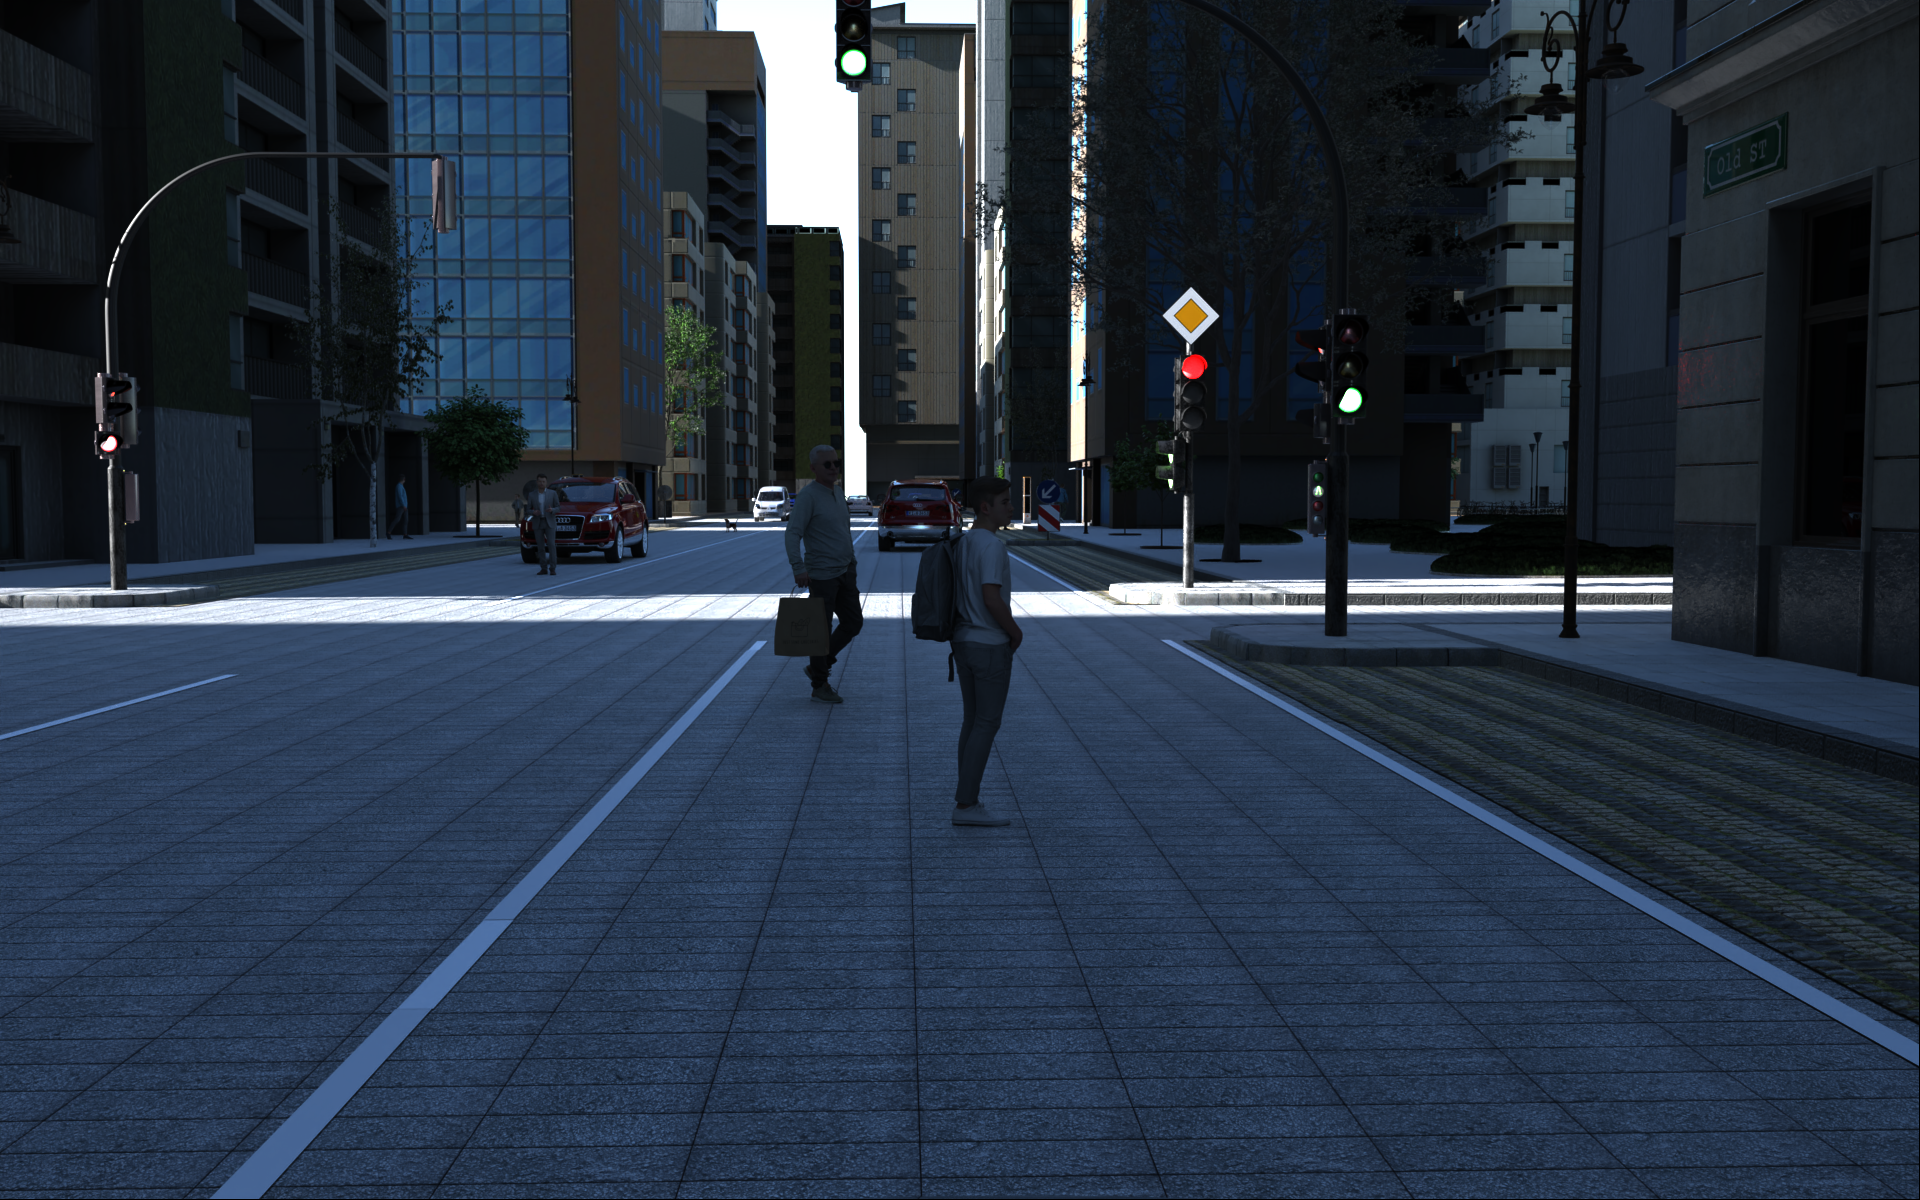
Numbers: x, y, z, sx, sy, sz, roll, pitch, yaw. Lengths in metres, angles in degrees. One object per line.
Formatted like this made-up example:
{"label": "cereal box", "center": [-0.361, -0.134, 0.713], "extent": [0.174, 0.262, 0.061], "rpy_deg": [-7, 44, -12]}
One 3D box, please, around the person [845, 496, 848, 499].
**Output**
{"label": "person", "center": [-10.637, -9.039, 156.315], "extent": [1.348, 1.821, 0.705], "rpy_deg": [-3, 4, -38]}

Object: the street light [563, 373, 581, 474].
{"label": "street light", "center": [-14.785, -5.706, 66.074], "extent": [0.468, 5.910, 1.993], "rpy_deg": [0, 4, -2]}

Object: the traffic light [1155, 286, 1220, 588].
{"label": "traffic light", "center": [3.104, -2.121, 23.592], "extent": [0.839, 4.253, 0.868], "rpy_deg": [0, 4, -2]}

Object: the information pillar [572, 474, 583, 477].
{"label": "information pillar", "center": [-14.206, -3.665, 64.410], "extent": [0.304, 2.012, 0.304], "rpy_deg": [1, 4, 16]}

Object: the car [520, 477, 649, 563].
{"label": "car", "center": [-8.090, -1.772, 37.641], "extent": [2.281, 1.827, 5.304], "rpy_deg": [0, 4, -1]}

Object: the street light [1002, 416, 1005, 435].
{"label": "street light", "center": [2.572, -7.684, 98.414], "extent": [0.468, 5.910, 1.993], "rpy_deg": [0, 4, -2]}

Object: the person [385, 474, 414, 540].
{"label": "person", "center": [-15.854, -2.633, 48.955], "extent": [0.748, 1.841, 0.638], "rpy_deg": [0, 4, -4]}

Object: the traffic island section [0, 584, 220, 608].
{"label": "traffic island section", "center": [-11.288, -0.057, 23.213], "extent": [2.009, 0.180, 2.903], "rpy_deg": [0, 4, -2]}

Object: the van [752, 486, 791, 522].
{"label": "van", "center": [-9.913, -5.167, 91.497], "extent": [2.013, 2.044, 4.112], "rpy_deg": [0, 4, -1]}

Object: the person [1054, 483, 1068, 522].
{"label": "person", "center": [4.560, -4.382, 78.029], "extent": [0.601, 1.785, 0.444], "rpy_deg": [2, 4, 31]}

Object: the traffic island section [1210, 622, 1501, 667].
{"label": "traffic island section", "center": [3.421, 0.401, 15.727], "extent": [2.009, 0.180, 2.903], "rpy_deg": [0, 4, -2]}

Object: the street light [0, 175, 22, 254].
{"label": "street light", "center": [-13.333, -3.106, 23.575], "extent": [0.468, 5.910, 1.993], "rpy_deg": [0, 4, -2]}

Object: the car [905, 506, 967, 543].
{"label": "car", "center": [-0.797, -2.579, 51.955], "extent": [2.009, 1.686, 4.222], "rpy_deg": [0, 4, -1]}

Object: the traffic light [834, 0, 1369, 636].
{"label": "traffic light", "center": [1.294, -2.491, 15.398], "extent": [4.771, 5.953, 1.251], "rpy_deg": [0, 4, -2]}

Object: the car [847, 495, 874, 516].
{"label": "car", "center": [-6.664, -6.206, 113.823], "extent": [2.083, 1.381, 4.827], "rpy_deg": [0, 4, -3]}

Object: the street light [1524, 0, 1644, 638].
{"label": "street light", "center": [5.453, -2.601, 15.319], "extent": [0.468, 5.910, 1.993], "rpy_deg": [0, 4, -2]}

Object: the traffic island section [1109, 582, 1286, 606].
{"label": "traffic island section", "center": [3.145, -0.087, 23.707], "extent": [2.009, 0.180, 2.903], "rpy_deg": [0, 4, -2]}

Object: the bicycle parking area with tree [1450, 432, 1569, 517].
{"label": "bicycle parking area with tree", "center": [24.913, -5.820, 82.155], "extent": [9.016, 4.147, 8.231], "rpy_deg": [-2, 4, -27]}

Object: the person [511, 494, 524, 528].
{"label": "person", "center": [-16.914, -3.423, 66.288], "extent": [0.475, 1.303, 0.640], "rpy_deg": [-2, 4, -34]}

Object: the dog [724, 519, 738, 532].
{"label": "dog", "center": [-8.585, -2.797, 65.024], "extent": [0.406, 0.507, 0.540], "rpy_deg": [0, 4, 6]}

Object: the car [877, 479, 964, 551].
{"label": "car", "center": [-1.046, -2.221, 44.994], "extent": [2.281, 1.827, 5.304], "rpy_deg": [0, 3, 0]}

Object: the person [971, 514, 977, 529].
{"label": "person", "center": [0.347, -1.315, 35.018], "extent": [0.382, 1.210, 0.505], "rpy_deg": [1, 4, 14]}

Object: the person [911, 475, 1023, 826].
{"label": "person", "center": [0.074, 0.218, 7.538], "extent": [0.503, 1.515, 0.523], "rpy_deg": [2, 4, 35]}

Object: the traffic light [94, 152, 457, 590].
{"label": "traffic light", "center": [-9.160, -2.968, 23.187], "extent": [4.771, 5.953, 1.251], "rpy_deg": [0, 4, -2]}

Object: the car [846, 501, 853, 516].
{"label": "car", "center": [-6.063, -4.400, 81.730], "extent": [2.009, 1.686, 4.222], "rpy_deg": [0, 4, -2]}

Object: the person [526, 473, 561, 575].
{"label": "person", "center": [-7.385, -1.344, 30.668], "extent": [0.606, 1.804, 0.583], "rpy_deg": [0, 4, -8]}

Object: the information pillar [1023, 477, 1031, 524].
{"label": "information pillar", "center": [2.878, -4.271, 74.326], "extent": [0.304, 2.012, 0.304], "rpy_deg": [0, 4, -6]}

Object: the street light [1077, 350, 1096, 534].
{"label": "street light", "center": [4.072, -5.079, 55.831], "extent": [0.468, 5.910, 1.993], "rpy_deg": [0, 4, -2]}

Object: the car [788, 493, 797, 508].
{"label": "car", "center": [-16.016, -9.426, 163.704], "extent": [1.945, 1.707, 3.694], "rpy_deg": [0, 4, -3]}

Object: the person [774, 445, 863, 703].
{"label": "person", "center": [-0.996, -0.175, 11.844], "extent": [0.515, 1.767, 0.782], "rpy_deg": [2, 4, 29]}

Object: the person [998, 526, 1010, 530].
{"label": "person", "center": [1.709, -3.672, 68.632], "extent": [0.850, 1.850, 0.679], "rpy_deg": [-3, 5, -42]}
